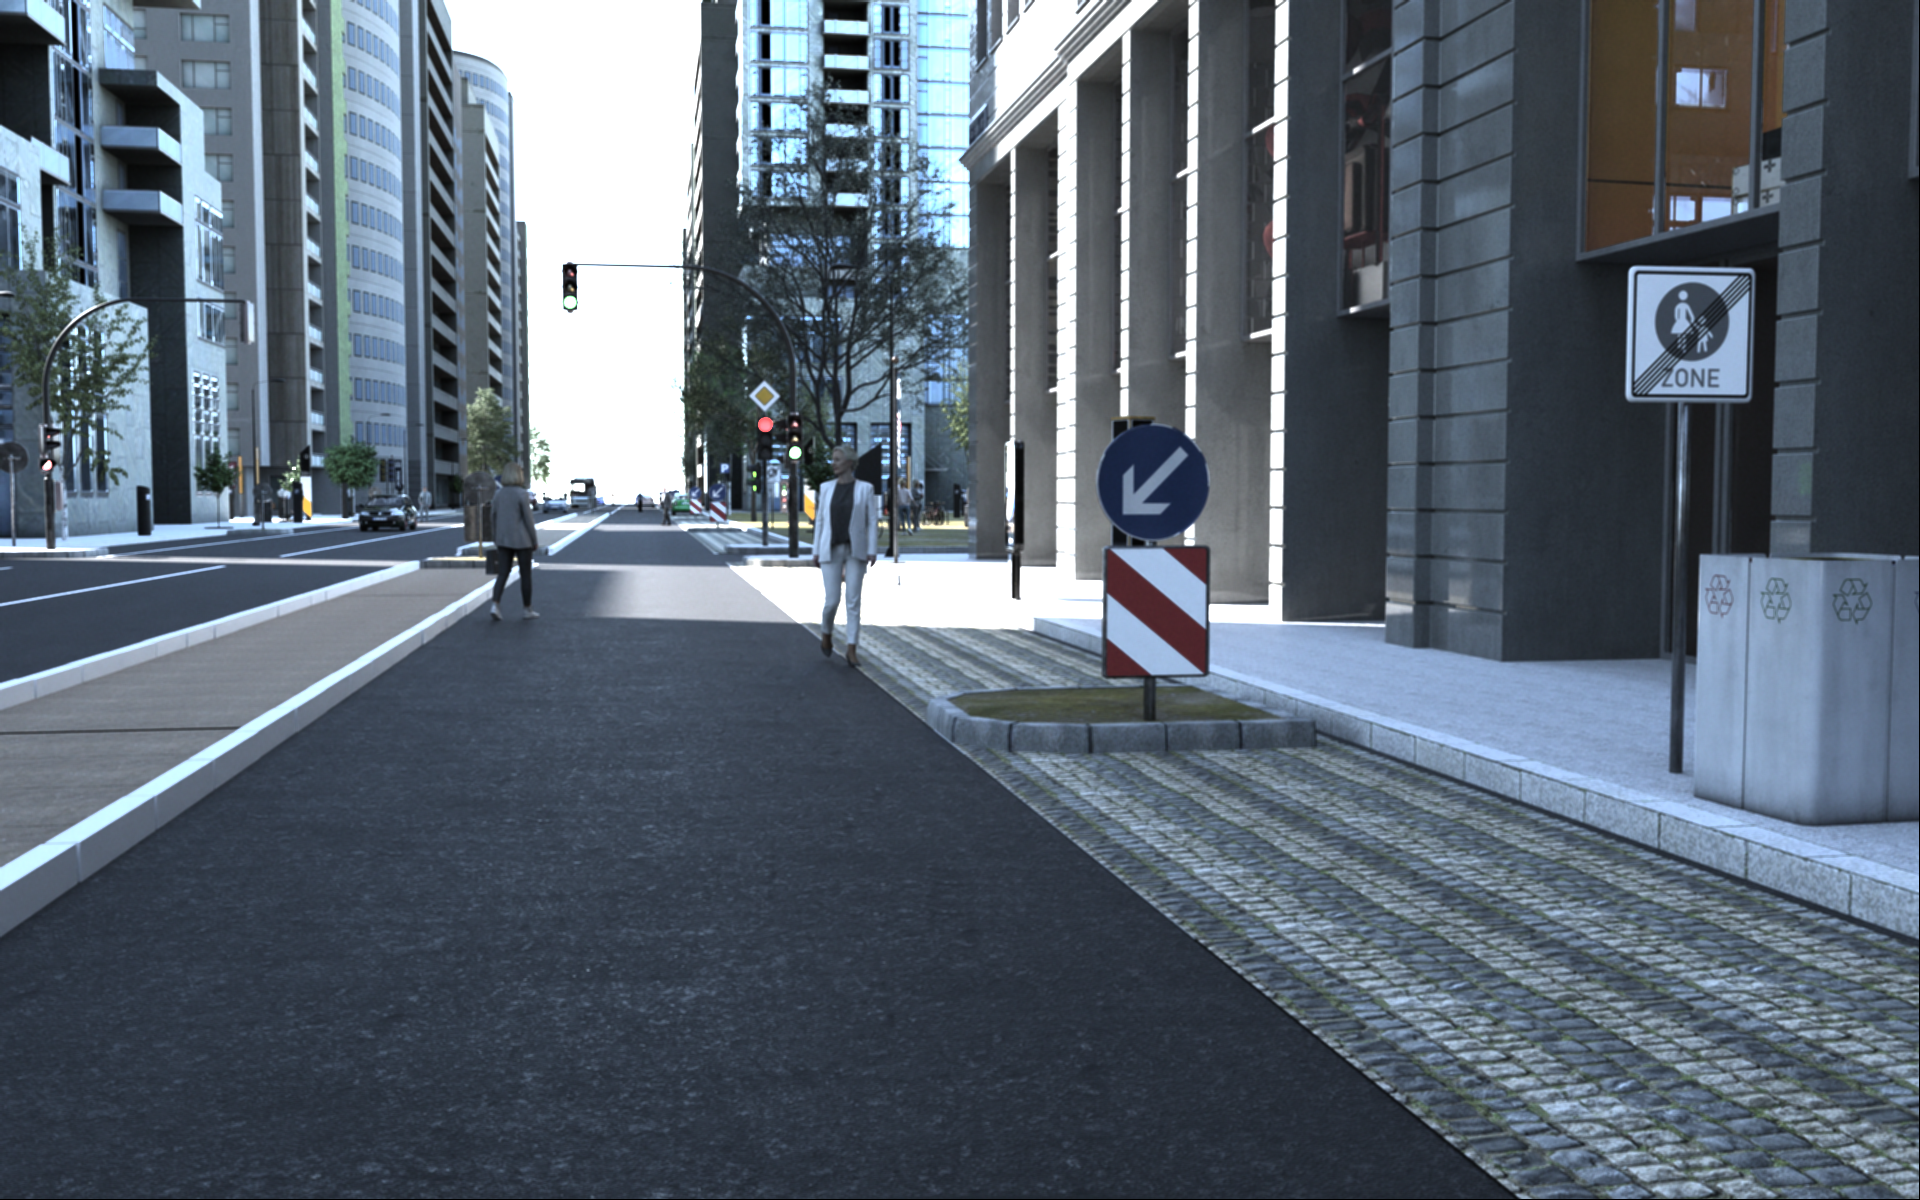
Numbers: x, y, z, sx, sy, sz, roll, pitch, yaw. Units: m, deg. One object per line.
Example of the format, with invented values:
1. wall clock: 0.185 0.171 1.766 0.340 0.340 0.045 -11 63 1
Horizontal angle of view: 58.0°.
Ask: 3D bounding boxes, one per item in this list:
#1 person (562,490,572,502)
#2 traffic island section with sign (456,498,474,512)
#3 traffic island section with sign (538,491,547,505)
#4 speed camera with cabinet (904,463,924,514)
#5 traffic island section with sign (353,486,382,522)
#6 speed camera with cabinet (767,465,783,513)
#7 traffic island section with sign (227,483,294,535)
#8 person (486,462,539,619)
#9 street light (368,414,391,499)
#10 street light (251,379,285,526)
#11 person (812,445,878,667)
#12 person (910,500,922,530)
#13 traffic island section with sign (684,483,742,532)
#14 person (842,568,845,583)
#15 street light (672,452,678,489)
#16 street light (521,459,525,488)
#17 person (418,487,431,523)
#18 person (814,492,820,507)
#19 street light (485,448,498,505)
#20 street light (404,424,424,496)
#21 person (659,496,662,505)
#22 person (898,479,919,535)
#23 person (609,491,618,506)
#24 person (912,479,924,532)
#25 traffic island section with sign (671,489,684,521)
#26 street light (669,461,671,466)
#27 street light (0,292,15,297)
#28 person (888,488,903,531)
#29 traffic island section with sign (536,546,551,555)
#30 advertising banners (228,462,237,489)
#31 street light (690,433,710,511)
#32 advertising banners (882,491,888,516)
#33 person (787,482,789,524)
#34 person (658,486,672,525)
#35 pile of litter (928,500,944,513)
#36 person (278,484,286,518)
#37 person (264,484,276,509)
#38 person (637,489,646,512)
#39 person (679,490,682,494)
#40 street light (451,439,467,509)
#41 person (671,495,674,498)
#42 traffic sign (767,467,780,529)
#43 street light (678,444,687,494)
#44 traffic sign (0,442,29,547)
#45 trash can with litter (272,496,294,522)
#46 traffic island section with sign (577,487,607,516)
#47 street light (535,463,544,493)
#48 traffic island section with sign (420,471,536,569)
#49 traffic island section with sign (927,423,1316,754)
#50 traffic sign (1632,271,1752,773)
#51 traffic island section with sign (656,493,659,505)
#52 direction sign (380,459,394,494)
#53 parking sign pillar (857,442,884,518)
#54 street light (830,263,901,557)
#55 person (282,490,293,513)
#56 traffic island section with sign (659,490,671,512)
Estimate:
1. person: -35.303 -8.958 154.971 1.348 1.823 0.705 0 4 -8
2. traffic island section with sign: -39.119 -7.929 138.266 1.989 1.847 2.006 -1 4 -10
3. traffic island section with sign: -58.991 -14.519 246.013 1.989 1.847 2.006 -1 4 -10
4. speed camera with cabinet: -3.326 -7.144 111.136 2.038 3.252 0.660 -2 4 -31
5. traffic island section with sign: -30.015 -4.909 88.888 1.989 1.847 2.006 -1 4 -10
6. speed camera with cabinet: -11.939 -7.437 115.937 2.038 3.252 0.660 2 4 24
7. traffic island section with sign: -25.107 -3.279 62.246 1.989 1.847 2.006 -1 4 -10
8. person: -5.197 -0.685 19.883 0.709 1.800 0.728 1 4 23
9. street light: -33.560 -7.798 100.031 1.470 5.913 1.316 -1 4 -10
10. street light: -27.915 -5.956 69.924 1.470 5.913 1.316 -1 4 -10
11. person: -0.982 -0.382 14.619 0.514 1.842 0.818 -1 4 -15
12. person: -1.518 -3.287 62.386 0.523 1.515 0.503 -2 4 -26
13. traffic island section with sign: -9.277 -3.469 65.345 1.989 1.847 2.006 -1 4 -10
14. person: -1.783 -0.921 27.841 0.394 1.301 0.425 -1 4 -11
15. street light: -30.752 -13.384 191.369 1.470 5.913 1.316 -1 4 -10
16. street light: -56.930 -15.553 226.833 1.470 5.913 1.316 -1 4 -10
17. person: -26.848 -4.788 86.880 0.635 1.810 0.391 -1 4 -10
18. person: -4.860 -3.404 61.802 0.679 1.850 0.850 0 4 -4
19. street light: -47.236 -12.346 174.402 1.470 5.913 1.316 -1 4 -10
20. street light: -36.184 -8.696 114.718 1.470 5.913 1.316 -1 4 -10
21. person: -37.854 -12.735 219.905 0.799 1.438 0.628 -2 4 -34
22. person: -1.654 -2.912 54.322 0.731 1.740 0.598 -1 4 -17
23. person: -42.733 -12.536 213.403 0.705 1.831 1.348 3 5 40
24. person: -1.389 -3.181 58.239 0.526 1.800 0.537 3 5 45
25. traffic island section with sign: -14.164 -5.090 91.855 1.989 1.847 2.006 -1 4 -10
26. street light: -34.912 -14.776 214.121 1.470 5.913 1.316 -1 4 -10
27. street light: -22.386 -4.114 39.810 1.470 5.913 1.316 -1 4 -10
28. person: -2.282 -3.335 60.677 0.391 1.810 0.635 -3 4 -38
29. traffic island section with sign: -10.855 -2.036 41.425 2.006 1.907 1.989 -1 4 -10
30. advertising banners: -39.977 -5.933 93.198 2.074 3.025 0.090 -2 4 -28
31. street light: -19.642 -9.682 130.835 1.470 5.913 1.316 -1 4 -10
32. advertising banners: -4.465 -6.573 103.649 0.090 3.025 2.074 2 4 28
33. person: -7.402 -4.232 75.419 0.419 1.800 0.721 0 3 0
34. person: -13.472 -4.288 78.999 0.661 1.777 0.834 2 4 31
35. pile of litter: -1.780 -6.394 118.507 1.719 0.858 1.176 -3 5 -41
36. person: -36.283 -5.295 92.796 0.511 1.800 0.466 -2 4 -24
37. person: -35.770 -5.086 89.321 0.853 1.813 0.709 -1 4 -9
38. person: -25.947 -8.089 140.743 0.705 1.826 1.348 1 4 21
39. person: -40.297 -14.871 248.807 1.348 1.869 0.705 -3 5 -41
40. street light: -41.851 -10.531 144.729 1.470 5.913 1.316 -1 4 -10
41. person: -26.621 -9.266 160.932 0.756 1.711 0.436 -2 4 -35
42. traffic sign: -6.844 -3.735 63.195 0.606 2.300 0.079 -1 4 -8
43. street light: -25.231 -11.537 161.163 1.470 5.913 1.316 -1 4 -10
44. traffic sign: -23.113 -2.577 42.243 0.768 2.556 0.104 0 4 -7
45. trash can with litter: -30.762 -4.194 79.629 1.678 1.210 2.233 -1 4 -14
46. traffic island section with sign: -24.495 -6.556 115.320 2.006 1.907 1.989 -1 4 -10
47. street light: -62.451 -17.395 256.940 1.470 5.913 1.316 -1 4 -10
48. traffic island section with sign: -9.521 -1.590 34.139 2.006 1.907 1.989 -1 4 -10
49. traffic island section with sign: 0.847 -0.113 10.479 1.989 1.847 2.006 -1 4 -10
50. traffic sign: 3.296 -0.353 7.902 0.606 2.300 0.079 -1 4 -9
51. traffic island section with sign: -28.139 -9.725 167.626 1.989 1.847 2.006 -1 4 -10
52. direction sign: -37.113 -7.354 112.239 0.876 3.537 0.379 -1 4 -19
53. parking sign pillar: -4.712 -6.221 90.187 1.447 3.967 1.447 0 4 -2
54. street light: -1.918 -3.828 35.129 1.470 5.913 1.316 -1 4 -10
55. person: -35.231 -5.141 90.852 0.760 1.731 0.466 -2 4 -28
56. traffic island section with sign: -23.241 -8.099 141.044 1.989 1.847 2.006 -1 4 -10
